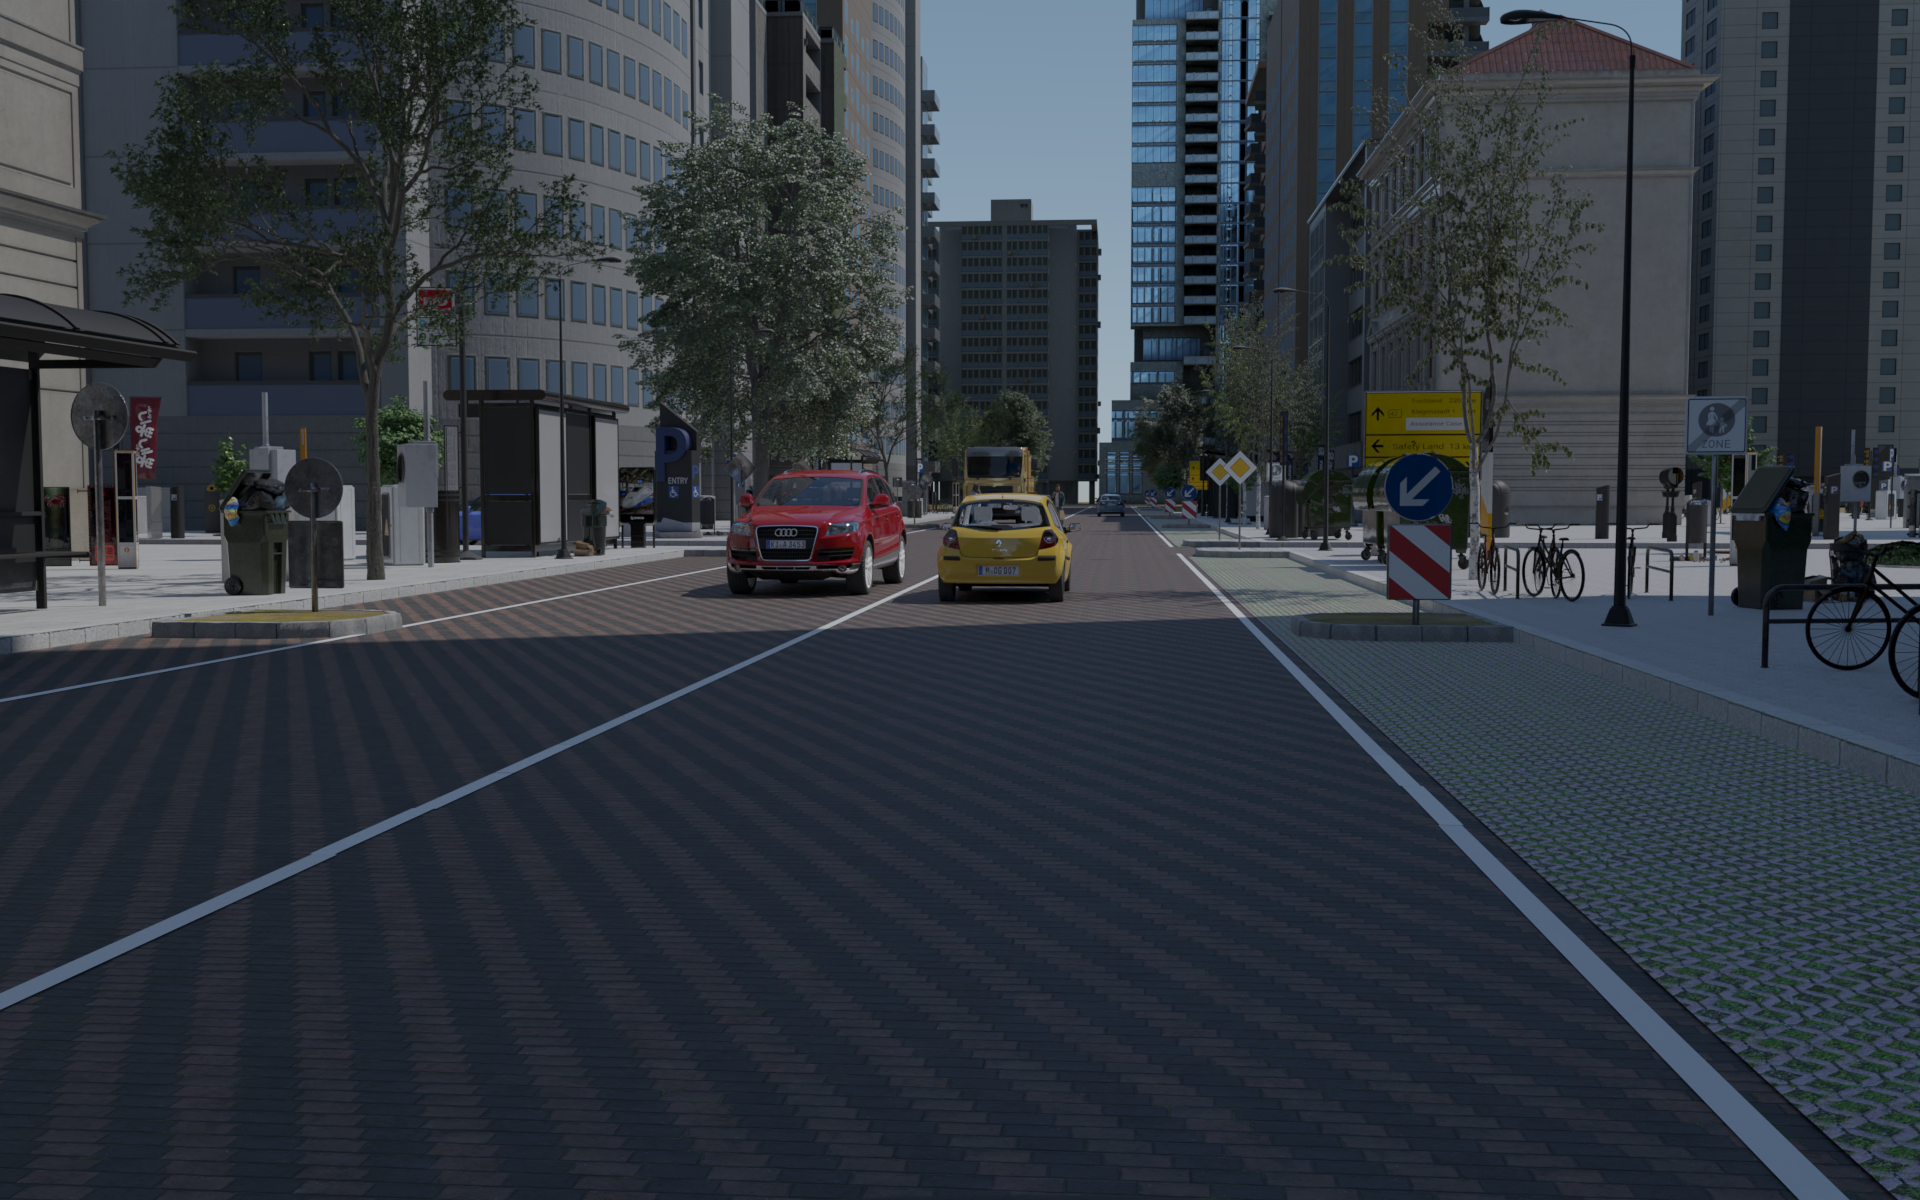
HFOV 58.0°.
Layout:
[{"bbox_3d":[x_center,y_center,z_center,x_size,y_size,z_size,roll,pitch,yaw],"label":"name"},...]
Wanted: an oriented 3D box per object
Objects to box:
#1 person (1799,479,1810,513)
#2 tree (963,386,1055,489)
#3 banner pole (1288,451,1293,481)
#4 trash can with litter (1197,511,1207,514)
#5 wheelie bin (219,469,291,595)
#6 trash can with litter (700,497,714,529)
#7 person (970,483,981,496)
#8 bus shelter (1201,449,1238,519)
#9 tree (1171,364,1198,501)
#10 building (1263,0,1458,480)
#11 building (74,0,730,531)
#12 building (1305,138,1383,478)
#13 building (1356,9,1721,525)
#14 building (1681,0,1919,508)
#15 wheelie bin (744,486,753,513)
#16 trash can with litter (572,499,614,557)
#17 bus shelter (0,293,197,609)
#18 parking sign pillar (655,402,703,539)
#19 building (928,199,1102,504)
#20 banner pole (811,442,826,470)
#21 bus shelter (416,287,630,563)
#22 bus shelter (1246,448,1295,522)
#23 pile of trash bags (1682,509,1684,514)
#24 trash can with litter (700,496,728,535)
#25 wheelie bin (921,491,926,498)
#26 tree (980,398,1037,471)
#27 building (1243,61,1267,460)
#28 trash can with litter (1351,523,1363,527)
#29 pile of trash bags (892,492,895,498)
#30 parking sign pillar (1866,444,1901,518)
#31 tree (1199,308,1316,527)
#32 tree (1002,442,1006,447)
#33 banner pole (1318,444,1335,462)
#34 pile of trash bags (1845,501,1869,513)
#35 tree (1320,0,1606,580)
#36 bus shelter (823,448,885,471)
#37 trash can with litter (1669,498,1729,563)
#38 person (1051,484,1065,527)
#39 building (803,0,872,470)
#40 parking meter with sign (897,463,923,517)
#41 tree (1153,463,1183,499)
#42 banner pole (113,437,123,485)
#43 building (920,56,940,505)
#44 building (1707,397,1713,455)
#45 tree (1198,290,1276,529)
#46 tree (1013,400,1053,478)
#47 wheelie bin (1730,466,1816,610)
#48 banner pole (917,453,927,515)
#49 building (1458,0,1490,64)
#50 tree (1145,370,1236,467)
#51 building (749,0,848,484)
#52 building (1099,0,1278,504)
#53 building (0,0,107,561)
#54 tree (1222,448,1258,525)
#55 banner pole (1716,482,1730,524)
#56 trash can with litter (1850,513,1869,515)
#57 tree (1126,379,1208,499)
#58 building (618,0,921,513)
[{"bbox_3d":[19.949,-2.042,42.106,0.699,1.804,1.509,-2,4,-32],"label":"person"},{"bbox_3d":[5.407,-16.340,184.174,9.611,12.733,9.660,0,3,0],"label":"tree"},{"bbox_3d":[16.766,-6.056,89.035,0.863,3.779,0.401,3,4,37],"label":"banner pole"},{"bbox_3d":[16.122,-6.244,113.152,2.233,1.210,1.678,3,5,44],"label":"trash can with litter"},{"bbox_3d":[-8.973,-0.872,22.172,0.693,1.594,0.980,1,4,9],"label":"wheelie bin"},{"bbox_3d":[-9.355,-3.172,63.253,0.624,1.170,1.055,-2,4,-27],"label":"trash can with litter"},{"bbox_3d":[0.462,-2.970,57.323,0.793,1.790,0.793,3,4,39],"label":"person"},{"bbox_3d":[13.967,-6.232,93.169,1.731,3.624,6.357,0,4,5],"label":"bus shelter"},{"bbox_3d":[13.232,-8.169,83.920,4.360,8.622,3.978,0,3,0],"label":"tree"},{"bbox_3d":[34.293,-30.692,151.918,14.600,45.320,14.200,0,4,5],"label":"building"},{"bbox_3d":[-22.159,-32.443,72.450,21.231,58.520,28.212,0,4,5],"label":"building"},{"bbox_3d":[29.948,-17.557,106.117,14.314,24.678,30.058,0,4,5],"label":"building"},{"bbox_3d":[25.732,-14.969,80.902,11.583,22.565,21.152,0,4,5],"label":"building"},{"bbox_3d":[83.007,-44.956,173.288,20.611,71.187,20.563,0,4,5],"label":"building"},{"bbox_3d":[-7.597,-3.432,64.025,0.693,1.594,0.980,2,4,28],"label":"wheelie bin"},{"bbox_3d":[-7.622,-1.499,35.898,0.624,1.170,1.055,0,4,8],"label":"trash can with litter"},{"bbox_3d":[-9.785,-1.397,16.771,2.014,3.302,5.546,0,4,5],"label":"bus shelter"},{"bbox_3d":[-8.223,-3.785,50.364,1.447,3.967,1.447,2,4,26],"label":"parking sign pillar"},{"bbox_3d":[6.756,-32.972,230.972,23.993,40.220,32.217,0,4,5],"label":"building"},{"bbox_3d":[-5.765,-4.964,71.183,0.863,3.779,0.401,-1,4,-12],"label":"banner pole"},{"bbox_3d":[-9.197,-3.582,36.193,2.179,5.291,8.768,0,4,5],"label":"bus shelter"},{"bbox_3d":[13.810,-5.149,78.107,2.014,3.302,5.546,0,4,5],"label":"bus shelter"},{"bbox_3d":[46.486,-6.308,112.884,1.912,1.369,3.447,0,4,-2],"label":"pile of trash bags"},{"bbox_3d":[-7.572,-2.631,54.079,2.233,1.210,1.678,1,4,11],"label":"trash can with litter"},{"bbox_3d":[-2.808,-7.125,124.406,0.693,1.594,0.980,0,4,4],"label":"wheelie bin"},{"bbox_3d":[4.076,-14.278,167.859,7.601,10.594,8.767,2,4,28],"label":"tree"},{"bbox_3d":[39.980,-31.750,173.733,22.147,44.769,28.867,0,4,5],"label":"building"},{"bbox_3d":[15.272,-3.522,68.636,1.678,1.210,2.233,-1,4,-16],"label":"trash can with litter"},{"bbox_3d":[-4.205,-4.622,85.322,1.912,1.369,3.447,2,4,29],"label":"pile of trash bags"},{"bbox_3d":[50.333,-6.486,94.511,1.447,3.967,1.447,0,4,-7],"label":"parking sign pillar"},{"bbox_3d":[11.279,-7.196,68.016,4.737,8.622,4.395,0,3,0],"label":"tree"},{"bbox_3d":[1.585,-11.822,143.644,4.737,8.622,4.395,0,3,0],"label":"tree"},{"bbox_3d":[18.312,-5.907,86.596,0.863,3.779,0.401,1,4,14],"label":"banner pole"},{"bbox_3d":[60.341,-6.502,116.062,1.912,1.369,3.447,2,4,26],"label":"pile of trash bags"},{"bbox_3d":[7.558,-4.595,25.492,4.360,8.622,3.978,0,3,0],"label":"tree"},{"bbox_3d":[-4.706,-5.090,77.144,2.014,3.302,5.546,0,4,5],"label":"bus shelter"},{"bbox_3d":[14.547,-1.364,33.361,2.233,1.210,1.678,-2,4,-27],"label":"trash can with litter"},{"bbox_3d":[4.065,-3.840,71.262,0.794,1.824,0.713,3,5,42],"label":"person"},{"bbox_3d":[-14.577,-29.463,131.834,14.600,45.320,14.200,0,4,5],"label":"building"},{"bbox_3d":[-2.889,-6.202,97.667,1.738,3.016,0.543,3,5,41],"label":"parking meter with sign"},{"bbox_3d":[20.605,-11.474,171.307,4.285,4.588,4.351,0,3,0],"label":"tree"},{"bbox_3d":[-28.015,-4.141,57.722,0.401,3.779,0.863,0,4,-2],"label":"banner pole"},{"bbox_3d":[-17.743,-34.372,181.598,30.456,49.044,23.786,0,4,5],"label":"building"},{"bbox_3d":[78.541,-36.746,220.402,30.456,49.044,23.786,0,4,5],"label":"building"},{"bbox_3d":[11.185,-6.910,63.344,4.360,8.622,3.978,0,3,0],"label":"tree"},{"bbox_3d":[6.963,-16.983,195.801,7.486,12.596,7.792,0,3,0],"label":"tree"},{"bbox_3d":[9.114,-0.706,19.450,0.693,1.594,0.980,-1,4,-10],"label":"wheelie bin"},{"bbox_3d":[-2.399,-7.107,106.208,0.863,3.779,0.401,-3,4,-38],"label":"banner pole"},{"bbox_3d":[32.971,-29.798,137.302,14.600,45.320,14.200,0,4,5],"label":"building"},{"bbox_3d":[17.316,-12.001,130.622,7.601,10.594,8.767,-2,4,-25],"label":"tree"},{"bbox_3d":[-14.706,-20.251,102.802,14.160,30.474,14.107,0,4,5],"label":"building"},{"bbox_3d":[33.748,-55.666,222.816,31.000,86.520,22.319,0,4,5],"label":"building"},{"bbox_3d":[-31.746,-11.860,27.190,30.059,22.955,16.112,0,4,5],"label":"building"},{"bbox_3d":[11.916,-4.798,73.052,1.663,3.219,1.824,0,3,0],"label":"tree"},{"bbox_3d":[32.592,-5.167,74.491,0.863,3.779,0.401,-2,4,-24],"label":"banner pole"},{"bbox_3d":[55.525,-5.784,105.629,1.678,1.210,2.233,-2,4,-32],"label":"trash can with litter"},{"bbox_3d":[23.360,-17.582,194.123,9.857,13.997,8.962,0,3,0],"label":"tree"},{"bbox_3d":[-15.501,-37.395,153.410,21.231,58.520,28.212,0,4,5],"label":"building"}]
